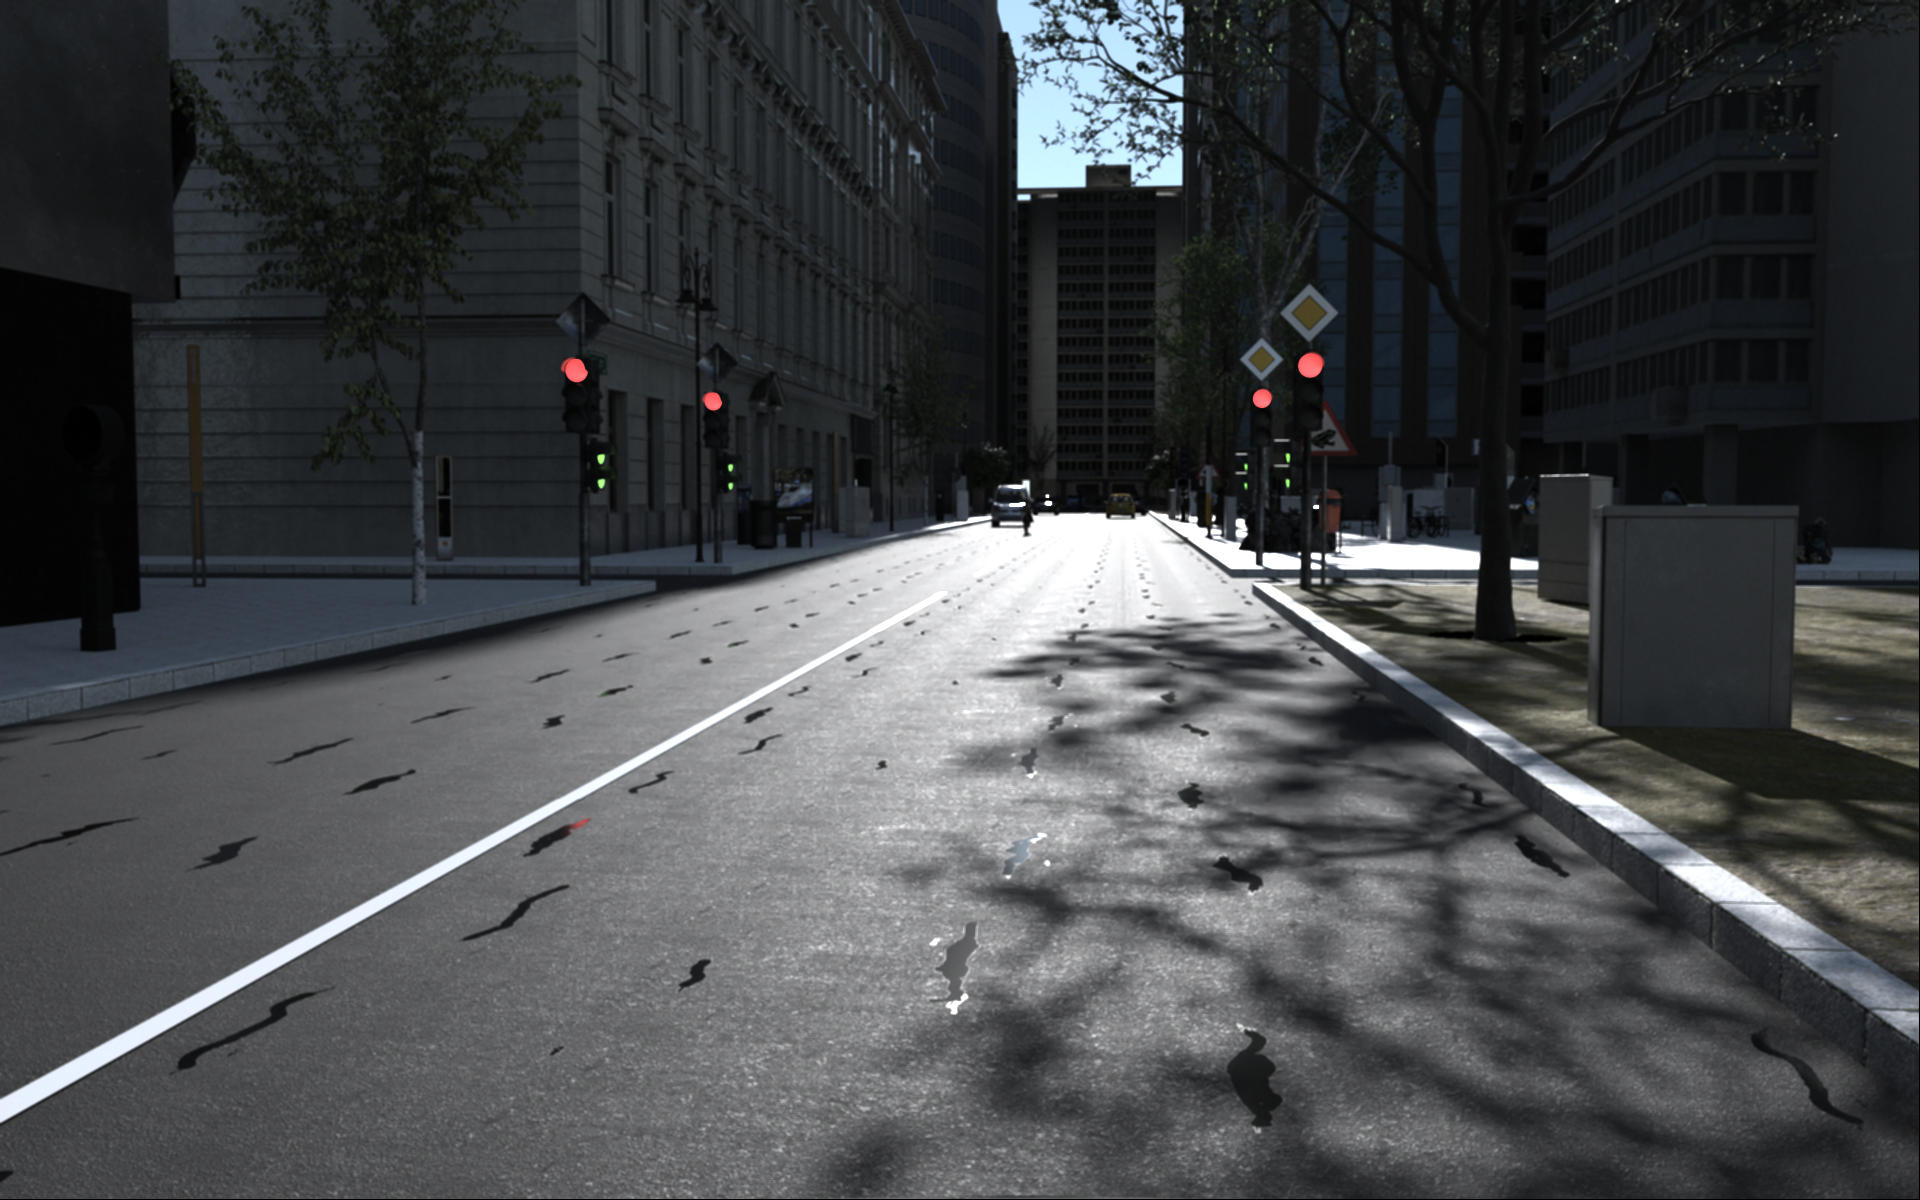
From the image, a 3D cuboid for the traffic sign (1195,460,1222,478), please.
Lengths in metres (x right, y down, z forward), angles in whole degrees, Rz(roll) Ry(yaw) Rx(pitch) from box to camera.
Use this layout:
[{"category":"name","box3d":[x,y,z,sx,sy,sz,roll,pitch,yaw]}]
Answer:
[{"category":"traffic sign","box3d":[8.380,-3.573,58.421,0.884,2.594,0.081,1,4,13]}]

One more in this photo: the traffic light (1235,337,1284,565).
[{"category":"traffic light","box3d":[5.388,-2.584,31.172,0.839,4.253,0.868,0,4,5]}]

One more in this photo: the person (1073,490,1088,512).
[{"category":"person","box3d":[9.434,-7.743,135.774,1.217,1.739,0.721,1,4,17]}]

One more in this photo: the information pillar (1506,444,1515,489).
[{"category":"information pillar","box3d":[25.185,-5.389,79.469,0.504,3.616,0.183,-1,4,-15]}]

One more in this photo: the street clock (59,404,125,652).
[{"category":"street clock","box3d":[-7.064,-0.585,14.137,0.471,2.002,0.358,1,4,21]}]

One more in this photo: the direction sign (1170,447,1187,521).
[{"category":"direction sign","box3d":[10.518,-5.594,83.462,0.876,3.537,0.379,2,4,26]}]

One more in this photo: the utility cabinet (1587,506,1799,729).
[{"category":"utility cabinet","box3d":[4.052,0.094,9.618,1.020,1.237,0.306,0,4,8]}]

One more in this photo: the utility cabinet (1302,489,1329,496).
[{"category":"utility cabinet","box3d":[16.392,-4.361,79.976,1.173,1.500,0.318,2,4,30]}]

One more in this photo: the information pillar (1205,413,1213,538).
[{"category":"information pillar","box3d":[7.207,-3.595,50.137,0.183,3.616,0.504,1,4,18]}]

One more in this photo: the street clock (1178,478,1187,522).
[{"category":"street clock","box3d":[10.261,-4.580,79.452,0.471,2.002,0.358,3,5,42]}]

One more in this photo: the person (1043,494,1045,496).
[{"category":"person","box3d":[6.483,-7.583,135.711,0.599,1.433,0.991,2,4,29]}]

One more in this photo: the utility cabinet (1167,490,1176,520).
[{"category":"utility cabinet","box3d":[10.452,-4.699,85.501,0.318,1.500,1.173,0,4,0]}]

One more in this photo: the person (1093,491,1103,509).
[{"category":"person","box3d":[13.074,-9.472,164.151,1.217,1.735,0.721,-2,4,-35]}]

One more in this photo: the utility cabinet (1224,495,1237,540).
[{"category":"utility cabinet","box3d":[7.558,-2.277,48.384,0.306,1.237,1.020,0,4,5]}]

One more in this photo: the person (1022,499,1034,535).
[{"category":"person","box3d":[2.399,-2.918,60.872,0.373,1.253,0.362,2,4,30]}]

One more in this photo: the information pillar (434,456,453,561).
[{"category":"information pillar","box3d":[-9.905,-1.757,33.226,0.304,2.012,0.304,-1,4,-22]}]

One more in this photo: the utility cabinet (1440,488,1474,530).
[{"category":"utility cabinet","box3d":[17.620,-3.230,61.487,1.173,1.500,0.318,3,4,39]}]

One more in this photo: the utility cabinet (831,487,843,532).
[{"category":"utility cabinet","box3d":[-3.735,-3.001,57.744,1.173,1.500,0.318,-3,5,-40]}]

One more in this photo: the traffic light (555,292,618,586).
[{"category":"traffic light","box3d":[-5.231,-2.154,24.134,0.839,4.253,0.868,0,4,5]}]

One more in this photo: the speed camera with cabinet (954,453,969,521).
[{"category":"speed camera with cabinet","box3d":[0.069,-5.390,82.466,0.660,3.252,2.038,0,4,-4]}]

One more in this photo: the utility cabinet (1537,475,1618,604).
[{"category":"utility cabinet","box3d":[7.252,-0.718,20.420,0.318,1.500,1.173,-1,4,-9]}]

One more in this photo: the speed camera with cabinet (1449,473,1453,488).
[{"category":"speed camera with cabinet","box3d":[19.050,-4.671,70.714,2.038,3.252,0.660,0,4,-2]}]

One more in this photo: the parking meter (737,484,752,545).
[{"category":"parking meter","box3d":[-5.461,-2.169,43.880,0.372,1.533,0.369,0,3,0]}]

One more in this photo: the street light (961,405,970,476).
[{"category":"street light","box3d":[0.223,-6.998,87.208,0.468,5.910,1.993,0,4,5]}]

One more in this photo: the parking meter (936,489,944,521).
[{"category":"parking meter","box3d":[-0.949,-4.503,82.031,0.372,1.533,0.369,0,3,0]}]

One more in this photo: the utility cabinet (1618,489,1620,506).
[{"category":"utility cabinet","box3d":[25.964,-3.690,69.008,0.318,1.500,1.173,-2,4,-33]}]

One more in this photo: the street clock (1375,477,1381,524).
[{"category":"street clock","box3d":[17.915,-4.248,74.018,0.358,2.002,0.471,0,4,-7]}]

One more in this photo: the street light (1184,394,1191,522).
[{"category":"street light","box3d":[10.291,-6.438,78.043,0.468,5.910,1.993,0,4,5]}]

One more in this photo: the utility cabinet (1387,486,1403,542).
[{"category":"utility cabinet","box3d":[11.673,-2.311,46.469,0.318,1.500,1.173,1,4,9]}]

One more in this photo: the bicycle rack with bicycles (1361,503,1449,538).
[{"category":"bicycle rack with bicycles","box3d":[13.513,-2.348,51.772,2.925,0.926,2.852,-2,4,-35]}]

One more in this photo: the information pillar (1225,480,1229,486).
[{"category":"information pillar","box3d":[13.908,-5.246,90.271,0.304,2.012,0.304,2,4,33]}]

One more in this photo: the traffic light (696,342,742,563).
[{"category":"traffic light","box3d":[-4.481,-2.640,32.084,0.839,4.253,0.868,0,4,5]}]

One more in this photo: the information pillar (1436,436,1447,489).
[{"category":"information pillar","box3d":[19.425,-4.805,69.922,0.183,3.616,0.504,-3,4,-37]}]

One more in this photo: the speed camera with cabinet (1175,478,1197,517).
[{"category":"speed camera with cabinet","box3d":[13.252,-6.393,98.857,0.660,3.252,2.038,-3,5,-42]}]

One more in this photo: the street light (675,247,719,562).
[{"category":"street light","box3d":[-4.926,-3.657,32.584,0.468,5.910,1.993,0,4,5]}]

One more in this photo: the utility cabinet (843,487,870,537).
[{"category":"utility cabinet","box3d":[-3.008,-2.605,51.275,0.318,1.500,1.173,1,4,19]}]

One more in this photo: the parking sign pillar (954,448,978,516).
[{"category":"parking sign pillar","box3d":[0.346,-6.821,99.989,1.447,3.967,1.447,1,4,19]}]

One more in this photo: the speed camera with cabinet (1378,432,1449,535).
[{"category":"speed camera with cabinet","box3d":[14.328,-3.704,54.896,2.038,3.252,0.660,1,4,16]}]

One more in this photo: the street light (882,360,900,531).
[{"category":"street light","box3d":[-2.371,-5.330,59.928,0.468,5.910,1.993,0,4,5]}]

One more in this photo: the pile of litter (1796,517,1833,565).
[{"category":"pile of litter","box3d":[15.601,-1.112,32.145,1.719,0.858,1.176,-3,5,-43]}]

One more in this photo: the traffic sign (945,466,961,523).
[{"category":"traffic sign","box3d":[-0.317,-4.769,78.071,0.768,2.556,0.104,1,4,14]}]

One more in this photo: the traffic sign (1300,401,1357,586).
[{"category":"traffic sign","box3d":[5.080,-1.478,24.169,0.884,2.594,0.081,0,4,8]}]

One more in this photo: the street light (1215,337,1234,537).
[{"category":"street light","box3d":[7.789,-4.787,51.057,0.468,5.910,1.993,0,4,5]}]

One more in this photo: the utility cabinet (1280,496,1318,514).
[{"category":"utility cabinet","box3d":[9.237,-2.201,47.140,1.020,1.237,0.306,1,4,12]}]

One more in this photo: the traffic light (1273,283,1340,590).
[{"category":"traffic light","box3d":[4.638,-2.098,23.222,0.839,4.253,0.868,0,4,5]}]

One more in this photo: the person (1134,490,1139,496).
[{"category":"person","box3d":[14.928,-8.476,147.089,0.705,1.822,1.348,-2,4,-24]}]

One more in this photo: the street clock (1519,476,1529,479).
[{"category":"street clock","box3d":[22.257,-3.902,68.371,0.358,2.002,0.471,3,5,45]}]

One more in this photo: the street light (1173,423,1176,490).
[{"category":"street light","box3d":[12.985,-8.091,105.077,0.468,5.910,1.993,0,4,5]}]
